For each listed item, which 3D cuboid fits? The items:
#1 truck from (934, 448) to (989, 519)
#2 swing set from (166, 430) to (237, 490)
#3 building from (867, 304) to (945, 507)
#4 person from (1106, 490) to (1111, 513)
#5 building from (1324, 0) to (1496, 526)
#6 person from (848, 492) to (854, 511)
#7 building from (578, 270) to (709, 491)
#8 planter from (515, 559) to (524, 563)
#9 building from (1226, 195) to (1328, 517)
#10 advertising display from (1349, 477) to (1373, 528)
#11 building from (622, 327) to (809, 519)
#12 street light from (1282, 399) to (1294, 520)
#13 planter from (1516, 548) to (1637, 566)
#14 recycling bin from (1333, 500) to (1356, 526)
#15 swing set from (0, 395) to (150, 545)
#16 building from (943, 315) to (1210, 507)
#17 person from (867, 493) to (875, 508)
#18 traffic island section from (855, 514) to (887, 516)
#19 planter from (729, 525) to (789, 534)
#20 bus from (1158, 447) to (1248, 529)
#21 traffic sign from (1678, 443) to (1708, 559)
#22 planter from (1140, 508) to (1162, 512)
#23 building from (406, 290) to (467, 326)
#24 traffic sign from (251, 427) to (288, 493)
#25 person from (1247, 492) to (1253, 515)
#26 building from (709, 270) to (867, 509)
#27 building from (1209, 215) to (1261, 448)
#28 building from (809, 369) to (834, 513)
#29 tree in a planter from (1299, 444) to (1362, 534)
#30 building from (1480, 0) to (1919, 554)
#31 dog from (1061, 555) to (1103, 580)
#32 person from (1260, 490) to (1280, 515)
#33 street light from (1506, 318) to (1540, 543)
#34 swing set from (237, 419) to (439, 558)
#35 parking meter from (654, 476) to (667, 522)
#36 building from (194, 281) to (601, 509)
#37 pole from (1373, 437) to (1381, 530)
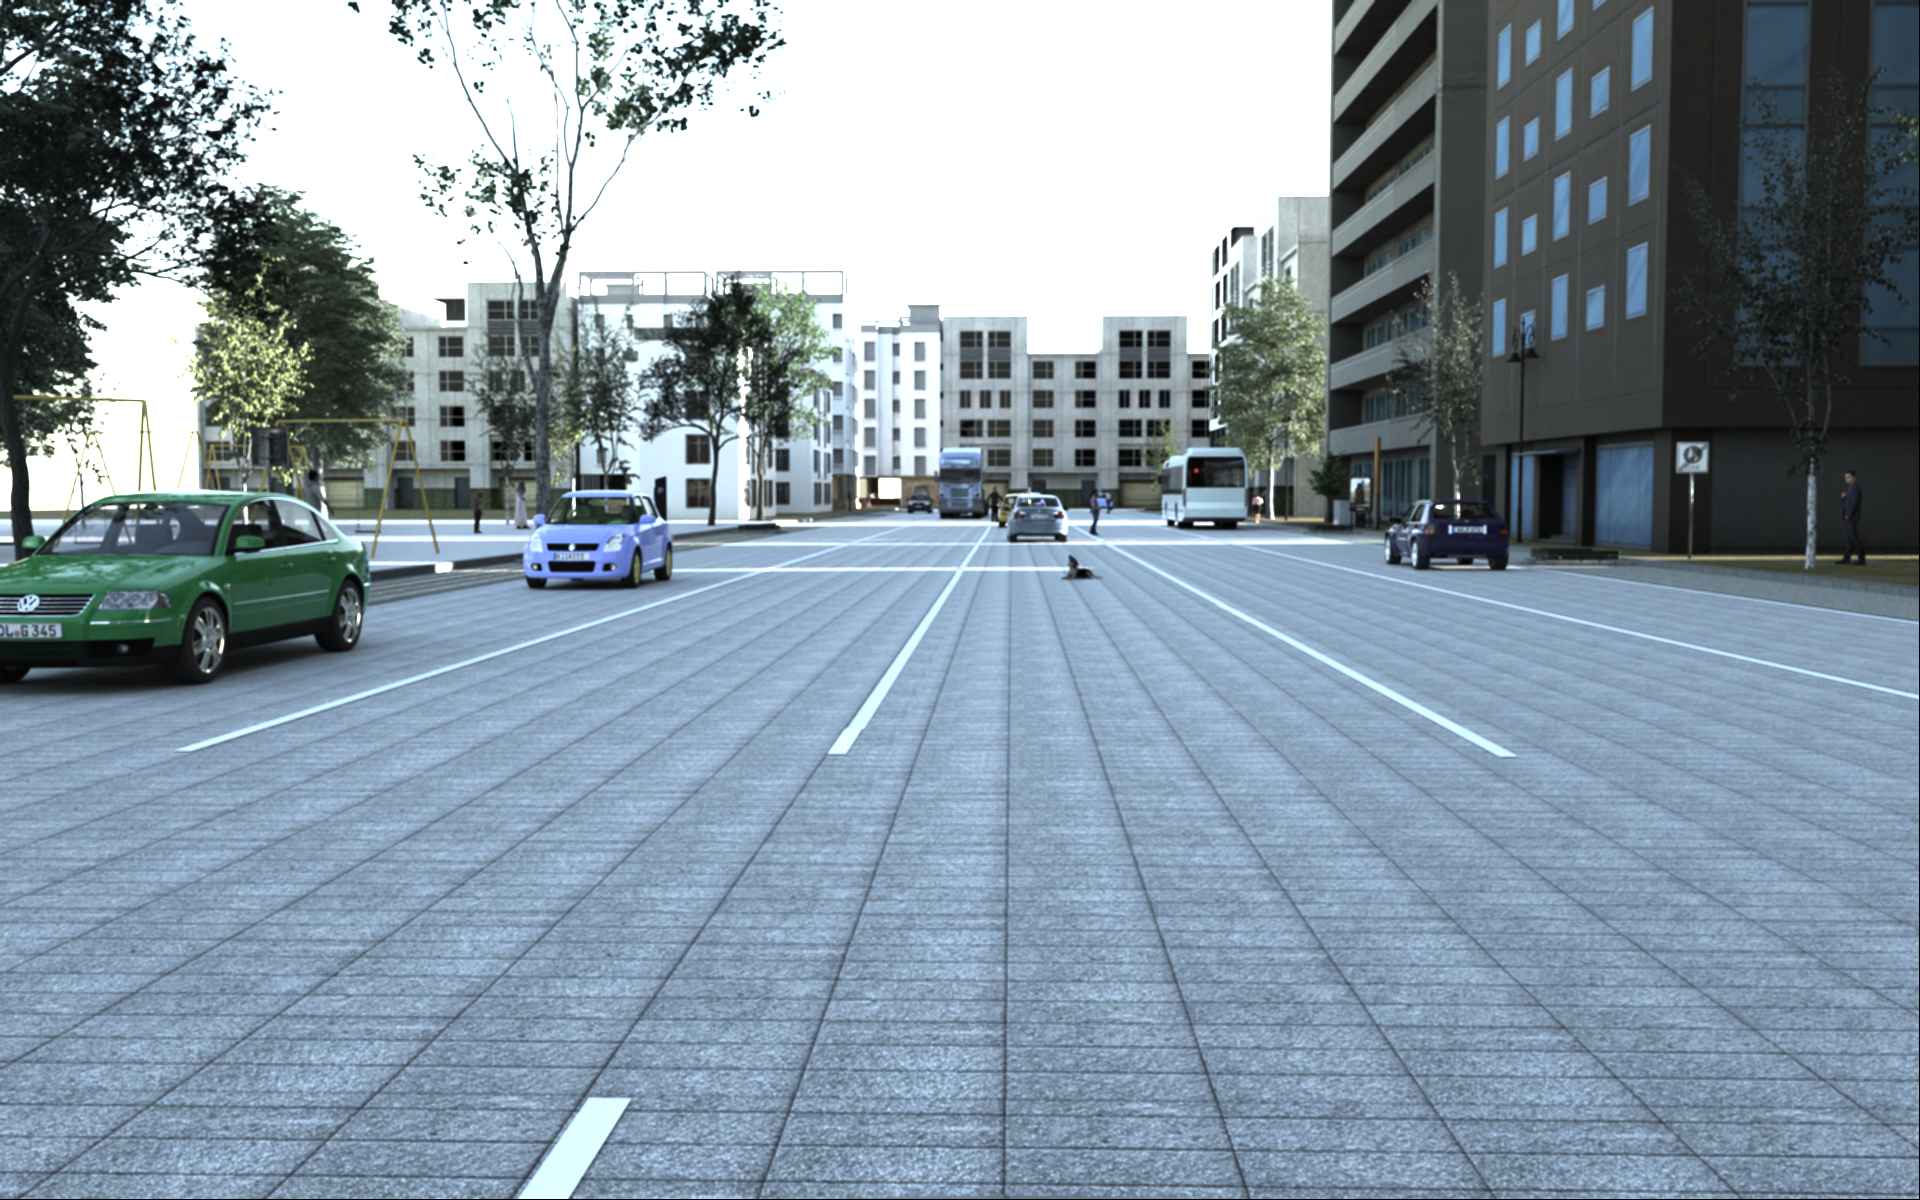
[{"bbox_3d":[0.355,-7.210,107.642,2.967,4.110,18.799,0,4,2],"label":"truck"},{"bbox_3d":[-20.056,-2.765,42.832,3.119,2.851,2.862,1,4,10],"label":"swing set"},{"bbox_3d":[-7.177,-19.721,178.850,11.380,20.091,16.016,0,4,2],"label":"building"},{"bbox_3d":[10.885,-7.240,127.811,0.436,1.711,0.756,3,5,41],"label":"person"},{"bbox_3d":[27.178,-27.165,67.854,21.300,48.544,21.600,0,4,2],"label":"building"},{"bbox_3d":[-8.086,-7.270,128.128,0.599,1.433,0.991,-2,4,-28],"label":"person"},{"bbox_3d":[-26.350,-18.152,153.208,11.380,20.091,16.016,0,4,2],"label":"building"},{"bbox_3d":[-8.128,-0.940,36.508,1.991,0.319,1.994,0,4,2],"label":"planter"},{"bbox_3d":[27.431,-14.963,111.108,16.747,18.905,31.486,0,4,2],"label":"building"},{"bbox_3d":[15.251,-3.711,65.896,0.123,1.923,0.974,-3,5,-41],"label":"advertising display"},{"bbox_3d":[-15.187,-9.744,101.469,9.099,9.664,28.070,0,4,2],"label":"building"},{"bbox_3d":[15.973,-6.840,84.622,0.468,5.910,1.993,0,4,2],"label":"street light"},{"bbox_3d":[12.448,-0.864,35.274,1.991,0.319,1.994,0,4,2],"label":"planter"},{"bbox_3d":[15.434,-3.483,69.497,0.722,1.027,0.722,0,4,-4],"label":"recycling bin"},{"bbox_3d":[-14.685,-1.840,27.710,3.119,2.851,2.862,-2,4,-34],"label":"swing set"},{"bbox_3d":[14.293,-19.166,179.818,31.486,18.905,16.747,0,4,2],"label":"building"},{"bbox_3d":[-8.115,-9.094,157.917,0.799,1.438,0.628,-3,5,-45],"label":"person"},{"bbox_3d":[-5.824,-5.527,113.234,1.991,0.108,1.994,0,4,2],"label":"traffic island section"},{"bbox_3d":[-7.309,-2.587,63.440,1.991,0.319,1.994,0,4,2],"label":"planter"},{"bbox_3d":[10.403,-4.900,74.971,2.948,3.499,13.247,0,4,3],"label":"bus"},{"bbox_3d":[14.462,-1.965,34.258,0.606,2.300,0.079,0,4,5],"label":"traffic sign"},{"bbox_3d":[15.588,-7.277,140.111,1.991,0.319,1.994,0,4,2],"label":"planter"},{"bbox_3d":[-57.024,-21.005,187.407,32.646,21.610,27.936,0,4,2],"label":"building"},{"bbox_3d":[-10.495,-1.481,26.345,0.606,2.300,0.079,1,4,10],"label":"traffic sign"},{"bbox_3d":[17.880,-5.967,106.823,0.991,1.433,0.599,-3,4,-37],"label":"person"},{"bbox_3d":[-14.816,-18.130,152.839,11.380,20.091,16.016,0,4,2],"label":"building"},{"bbox_3d":[34.334,-18.282,142.878,27.936,21.610,32.646,0,4,2],"label":"building"},{"bbox_3d":[-13.969,-11.473,129.725,9.099,9.664,28.070,0,4,2],"label":"building"},{"bbox_3d":[13.252,-3.969,62.116,1.991,3.239,1.994,0,4,2],"label":"tree in a planter"},{"bbox_3d":[21.936,-23.984,42.246,14.600,45.320,14.200,0,4,2],"label":"building"},{"bbox_3d":[2.073,-0.554,29.248,0.748,0.427,0.550,0,4,1],"label":"dog"},{"bbox_3d":[16.900,-5.427,94.753,1.348,1.826,0.705,-2,4,-28],"label":"person"},{"bbox_3d":[14.778,-4.453,45.592,0.468,5.910,1.993,0,4,2],"label":"street light"},{"bbox_3d":[-12.846,-2.369,36.353,3.119,2.851,2.862,1,4,10],"label":"swing set"},{"bbox_3d":[-9.875,-3.142,57.084,0.399,1.863,0.255,0,4,-7],"label":"parking meter"},{"bbox_3d":[-48.039,-17.523,152.954,31.486,18.905,16.747,0,4,2],"label":"building"},{"bbox_3d":[14.982,-4.181,62.200,0.158,3.312,0.155,0,3,0],"label":"pole"}]
